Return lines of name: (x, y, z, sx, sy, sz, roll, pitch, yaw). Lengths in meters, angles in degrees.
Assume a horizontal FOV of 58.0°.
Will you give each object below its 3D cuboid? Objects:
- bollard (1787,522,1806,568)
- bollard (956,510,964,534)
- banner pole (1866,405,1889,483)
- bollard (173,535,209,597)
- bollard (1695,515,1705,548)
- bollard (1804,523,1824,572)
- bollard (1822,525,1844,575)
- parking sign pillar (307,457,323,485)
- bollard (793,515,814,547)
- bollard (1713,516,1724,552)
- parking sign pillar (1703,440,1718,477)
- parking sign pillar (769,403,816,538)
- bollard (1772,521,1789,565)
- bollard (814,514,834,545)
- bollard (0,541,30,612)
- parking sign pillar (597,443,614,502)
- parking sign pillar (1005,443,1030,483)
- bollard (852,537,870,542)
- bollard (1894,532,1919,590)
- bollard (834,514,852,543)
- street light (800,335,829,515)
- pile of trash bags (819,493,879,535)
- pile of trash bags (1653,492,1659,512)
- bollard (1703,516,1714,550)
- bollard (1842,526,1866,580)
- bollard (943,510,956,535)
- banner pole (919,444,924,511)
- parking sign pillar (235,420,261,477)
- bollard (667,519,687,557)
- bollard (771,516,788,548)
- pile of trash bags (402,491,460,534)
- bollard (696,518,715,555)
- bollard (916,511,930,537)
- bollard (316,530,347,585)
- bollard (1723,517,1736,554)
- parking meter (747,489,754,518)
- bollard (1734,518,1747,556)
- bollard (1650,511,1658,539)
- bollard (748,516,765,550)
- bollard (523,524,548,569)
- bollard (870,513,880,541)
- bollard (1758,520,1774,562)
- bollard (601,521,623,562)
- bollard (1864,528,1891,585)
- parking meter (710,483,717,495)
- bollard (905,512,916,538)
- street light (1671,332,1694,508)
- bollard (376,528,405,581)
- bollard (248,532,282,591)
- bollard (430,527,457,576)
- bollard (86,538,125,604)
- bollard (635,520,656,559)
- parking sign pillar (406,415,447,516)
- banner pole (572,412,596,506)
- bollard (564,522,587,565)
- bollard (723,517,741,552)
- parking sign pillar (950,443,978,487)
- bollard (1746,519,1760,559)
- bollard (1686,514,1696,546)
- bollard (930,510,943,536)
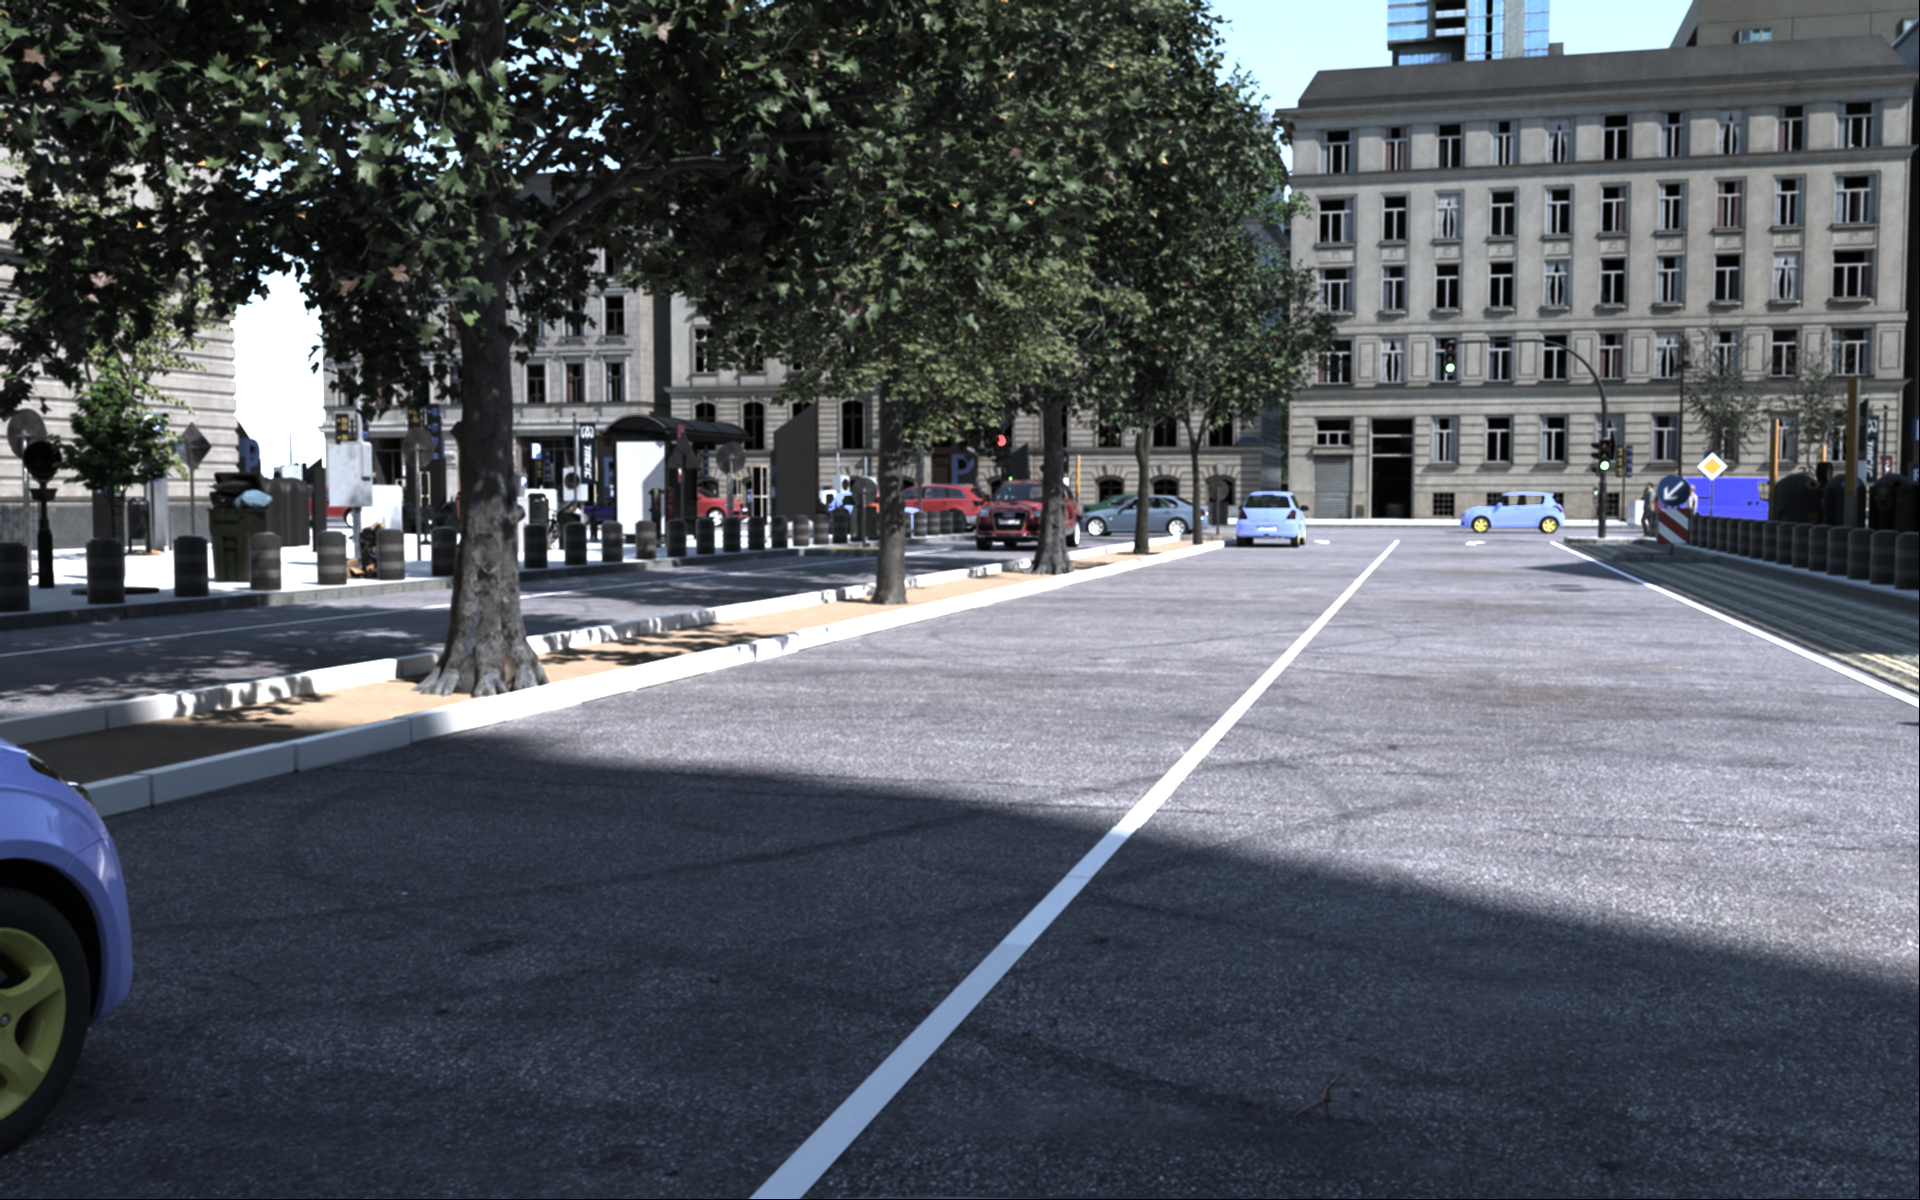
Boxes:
bollard: (14.743, -0.948, 30.211, 0.404, 0.777, 0.398, 0, 3, 0)
bollard: (-0.075, -2.533, 56.128, 0.404, 0.777, 0.398, 0, 3, 0)
banner pole: (25.670, -3.583, 48.604, 0.863, 3.779, 0.401, 2, 4, 25)
bollard: (-9.645, -0.428, 21.722, 0.404, 0.777, 0.398, 0, 3, 0)
bollard: (17.812, -1.623, 41.258, 0.404, 0.777, 0.398, 0, 3, 0)
bollard: (14.356, -0.863, 28.831, 0.404, 0.777, 0.398, 0, 3, 0)
bollard: (13.972, -0.779, 27.448, 0.404, 0.777, 0.398, 0, 3, 0)
parking sign pillar: (-47.293, -8.481, 127.142, 1.447, 3.967, 1.447, 1, 4, 14)
bollard: (-3.898, -1.693, 42.395, 0.404, 0.777, 0.398, 0, 3, 0)
bollard: (17.047, -1.454, 38.494, 0.404, 0.777, 0.398, 0, 3, 0)
parking sign pillar: (33.400, -5.420, 77.096, 1.447, 3.967, 1.447, 2, 4, 29)
parking sign pillar: (-4.893, -3.817, 50.883, 1.447, 3.967, 1.447, -2, 4, -29)
bollard: (15.121, -1.032, 31.585, 0.404, 0.777, 0.398, 0, 3, 0)
bollard: (-3.514, -1.777, 43.768, 0.404, 0.777, 0.398, 0, 3, 0)
bollard: (-10.419, -0.260, 18.960, 0.404, 0.777, 0.398, 0, 3, 0)
parking sign pillar: (-18.390, -6.274, 91.044, 1.447, 3.967, 1.447, 3, 5, 40)
parking sign pillar: (3.044, -6.293, 91.356, 1.447, 3.967, 1.447, 2, 4, 29)
bollard: (-2.750, -1.945, 46.514, 0.404, 0.777, 0.398, 0, 3, 0)
bollard: (12.823, -0.526, 23.322, 0.404, 0.777, 0.398, 0, 3, 0)
bollard: (-3.131, -1.861, 45.141, 0.404, 0.777, 0.398, 0, 3, 0)
street light: (-3.697, -4.409, 44.875, 0.468, 5.910, 1.993, 1, 4, 15)
pile of trash bags: (-3.485, -2.781, 55.219, 1.912, 1.369, 3.447, -2, 4, -33)
pile of trash bags: (31.857, -4.015, 75.401, 3.447, 1.369, 1.912, 2, 4, 27)
bollard: (17.429, -1.539, 39.878, 0.404, 0.777, 0.398, 0, 3, 0)
bollard: (13.592, -0.694, 26.072, 0.404, 0.777, 0.398, 0, 3, 0)
bollard: (-0.460, -2.449, 54.755, 0.404, 0.777, 0.398, 0, 3, 0)
banner pole: (-1.177, -3.830, 52.645, 0.401, 3.779, 0.863, -1, 4, -12)
parking sign pillar: (-24.845, -4.398, 60.378, 1.447, 3.967, 1.447, 0, 4, 3)
bollard: (-5.812, -1.272, 35.515, 0.404, 0.777, 0.398, 0, 3, 0)
bollard: (-4.278, -1.609, 41.020, 0.404, 0.777, 0.398, 0, 3, 0)
pile of trash bags: (-16.708, -2.806, 55.635, 3.447, 1.369, 1.912, 3, 5, 40)
bollard: (-5.423, -1.357, 36.900, 0.404, 0.777, 0.398, 0, 3, 0)
bollard: (-1.220, -2.281, 52.007, 0.404, 0.777, 0.398, 0, 3, 0)
bollard: (-8.880, -0.597, 24.479, 0.404, 0.777, 0.398, 0, 3, 0)
bollard: (16.653, -1.369, 37.094, 0.404, 0.777, 0.398, 0, 3, 0)
parking meter: (-11.250, -5.176, 93.033, 0.372, 1.533, 0.369, 0, 3, 0)
bollard: (16.274, -1.284, 35.718, 0.404, 0.777, 0.398, 0, 3, 0)
bollard: (20.500, -2.214, 50.919, 0.404, 0.777, 0.398, 0, 3, 0)
bollard: (-4.661, -1.525, 39.647, 0.404, 0.777, 0.398, 0, 3, 0)
bollard: (-7.349, -0.934, 29.989, 0.404, 0.777, 0.398, 0, 3, 0)
bollard: (-2.365, -2.029, 47.887, 0.404, 0.777, 0.398, 0, 3, 0)
bollard: (15.507, -1.116, 32.966, 0.404, 0.777, 0.398, 0, 3, 0)
bollard: (-6.578, -1.103, 32.745, 0.404, 0.777, 0.398, 0, 3, 0)
bollard: (13.209, -0.611, 24.699, 0.404, 0.777, 0.398, 0, 3, 0)
parking meter: (-13.456, -5.428, 94.456, 0.255, 1.863, 0.399, 2, 4, 24)
bollard: (-1.606, -2.197, 50.635, 0.404, 0.777, 0.398, 0, 3, 0)
street light: (20.587, -4.690, 49.467, 0.468, 5.910, 1.993, 1, 4, 15)
bollard: (-8.499, -0.681, 25.852, 0.404, 0.777, 0.398, 0, 3, 0)
bollard: (-9.267, -0.513, 23.097, 0.404, 0.777, 0.398, 0, 3, 0)
bollard: (-8.111, -0.765, 27.232, 0.404, 0.777, 0.398, 0, 3, 0)
bollard: (-10.033, -0.343, 20.332, 0.404, 0.777, 0.398, 0, 3, 0)
bollard: (-6.193, -1.188, 34.135, 0.404, 0.777, 0.398, 0, 3, 0)
parking sign pillar: (-18.383, -4.352, 59.634, 1.447, 3.967, 1.447, 1, 4, 13)
banner pole: (-11.540, -3.852, 52.990, 0.863, 3.779, 0.401, -1, 4, -21)
bollard: (-6.963, -1.019, 31.373, 0.404, 0.777, 0.398, 0, 3, 0)
bollard: (-5.044, -1.441, 38.274, 0.404, 0.777, 0.398, 0, 3, 0)
parking sign pillar: (0.200, -5.857, 84.233, 1.447, 3.967, 1.447, 1, 4, 15)
bollard: (15.888, -1.201, 34.346, 0.404, 0.777, 0.398, 0, 3, 0)
bollard: (18.198, -1.708, 42.636, 0.404, 0.777, 0.398, 0, 3, 0)
bollard: (-0.840, -2.365, 53.381, 0.404, 0.777, 0.398, 0, 3, 0)
